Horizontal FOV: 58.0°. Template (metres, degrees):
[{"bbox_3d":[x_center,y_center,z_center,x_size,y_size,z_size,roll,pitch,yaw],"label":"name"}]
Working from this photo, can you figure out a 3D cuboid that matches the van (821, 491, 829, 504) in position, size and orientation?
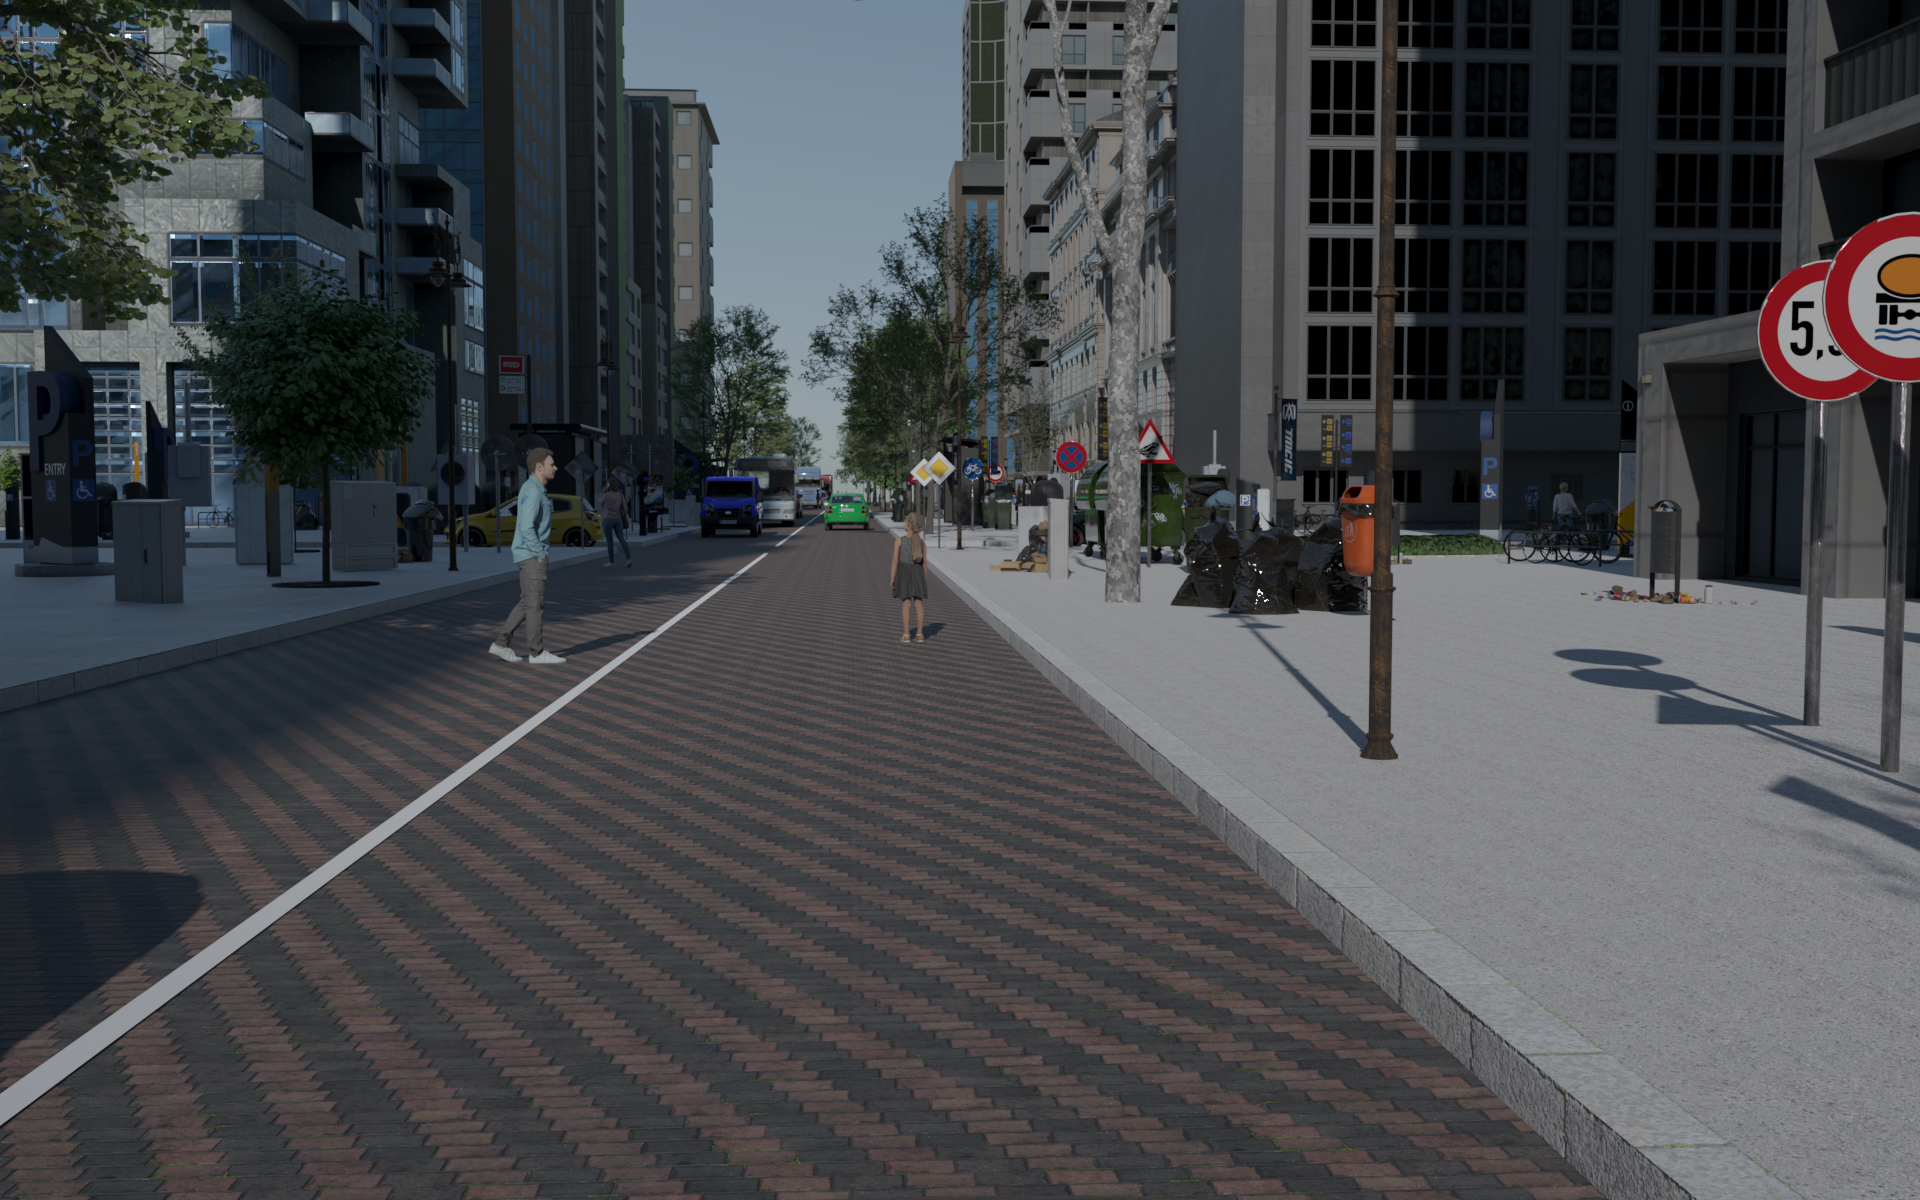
[{"bbox_3d":[-17.007,-12.469,210.882,2.013,2.044,4.112,0,4,-4],"label":"van"}]

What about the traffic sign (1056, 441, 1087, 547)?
[{"bbox_3d":[2.692,-2.553,41.854,0.768,2.556,0.104,0,4,6],"label":"traffic sign"}]

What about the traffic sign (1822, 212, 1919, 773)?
[{"bbox_3d":[4.299,-0.479,7.932,0.768,2.556,0.104,0,4,4],"label":"traffic sign"}]

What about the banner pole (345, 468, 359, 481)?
[{"bbox_3d":[-23.238,-4.654,66.114,0.401,3.779,0.863,2,4,28],"label":"banner pole"}]

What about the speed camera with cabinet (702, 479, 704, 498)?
[{"bbox_3d":[-14.321,-6.422,99.332,2.038,3.252,0.660,0,4,-7],"label":"speed camera with cabinet"}]

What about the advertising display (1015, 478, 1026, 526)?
[{"bbox_3d":[2.439,-3.974,70.182,0.123,1.923,0.974,-1,4,-17],"label":"advertising display"}]

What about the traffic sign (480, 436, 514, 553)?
[{"bbox_3d":[-10.074,-2.303,37.760,0.768,2.556,0.104,0,3,0],"label":"traffic sign"}]

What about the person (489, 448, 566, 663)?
[{"bbox_3d":[-3.687,-0.378,14.706,0.620,1.820,0.660,-1,4,-21],"label":"person"}]

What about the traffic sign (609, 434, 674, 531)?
[{"bbox_3d":[-10.903,-3.995,59.189,2.265,3.308,0.079,0,4,5],"label":"traffic sign"}]

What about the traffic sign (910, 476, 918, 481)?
[{"bbox_3d":[-1.621,-4.361,71.312,0.884,2.594,0.081,0,4,1],"label":"traffic sign"}]

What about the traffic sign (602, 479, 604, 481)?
[{"bbox_3d":[-14.161,-4.168,68.246,0.768,2.556,0.104,0,4,3],"label":"traffic sign"}]

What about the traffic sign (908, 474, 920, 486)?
[{"bbox_3d":[-2.767,-6.411,104.926,0.768,2.556,0.104,0,4,-1],"label":"traffic sign"}]

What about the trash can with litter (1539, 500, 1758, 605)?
[{"bbox_3d":[8.415,-0.608,20.995,1.678,1.210,2.233,-1,4,-11],"label":"trash can with litter"}]

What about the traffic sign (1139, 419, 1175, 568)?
[{"bbox_3d":[3.293,-1.841,30.104,0.884,2.594,0.081,0,4,-3],"label":"traffic sign"}]

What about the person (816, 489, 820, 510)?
[{"bbox_3d":[-13.004,-9.171,158.079,0.705,1.869,1.348,-1,4,-11],"label":"person"}]

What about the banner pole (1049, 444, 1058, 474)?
[{"bbox_3d":[4.701,-5.942,87.167,0.401,3.779,0.863,3,5,43],"label":"banner pole"}]

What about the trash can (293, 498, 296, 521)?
[{"bbox_3d":[-22.145,-2.764,56.839,0.748,1.137,0.748,0,3,0],"label":"trash can"}]

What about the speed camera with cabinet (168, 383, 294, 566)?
[{"bbox_3d":[-13.166,-2.262,31.314,2.038,3.252,0.660,-1,4,-20],"label":"speed camera with cabinet"}]

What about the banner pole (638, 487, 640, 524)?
[{"bbox_3d":[-13.452,-5.115,73.646,0.863,3.779,0.401,-3,4,-38],"label":"banner pole"}]

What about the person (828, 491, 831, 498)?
[{"bbox_3d":[-17.460,-13.741,233.121,0.705,1.831,1.348,-3,5,-40],"label":"person"}]

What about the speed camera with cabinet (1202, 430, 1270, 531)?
[{"bbox_3d":[8.597,-3.651,54.023,2.038,3.252,0.660,0,4,0],"label":"speed camera with cabinet"}]

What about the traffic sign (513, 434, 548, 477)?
[{"bbox_3d":[-9.155,-2.254,36.952,0.768,2.556,0.104,0,4,2],"label":"traffic sign"}]

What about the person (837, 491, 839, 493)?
[{"bbox_3d":[-15.527,-12.978,220.672,0.705,1.826,1.348,-1,4,-22],"label":"person"}]

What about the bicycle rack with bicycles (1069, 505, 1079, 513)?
[{"bbox_3d":[4.563,-4.131,80.924,2.925,0.926,2.852,0,4,5],"label":"bicycle rack with bicycles"}]

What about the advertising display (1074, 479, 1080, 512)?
[{"bbox_3d":[5.321,-4.203,73.941,0.974,1.923,0.123,2,4,31],"label":"advertising display"}]

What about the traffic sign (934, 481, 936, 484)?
[{"bbox_3d":[-1.484,-5.633,92.198,0.768,2.556,0.104,0,4,-2],"label":"traffic sign"}]

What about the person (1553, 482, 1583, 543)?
[{"bbox_3d":[15.805,-2.192,45.008,0.731,1.740,0.598,1,4,14],"label":"person"}]

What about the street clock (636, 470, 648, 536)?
[{"bbox_3d":[-9.742,-2.974,53.189,0.358,2.002,0.471,1,4,9],"label":"street clock"}]

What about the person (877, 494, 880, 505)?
[{"bbox_3d":[-9.564,-11.798,204.624,0.599,1.433,0.991,2,4,33],"label":"person"}]

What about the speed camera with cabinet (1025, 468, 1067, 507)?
[{"bbox_3d":[3.697,-4.975,75.683,2.038,3.252,0.660,3,5,39],"label":"speed camera with cabinet"}]

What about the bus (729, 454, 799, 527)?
[{"bbox_3d":[-8.784,-5.146,78.996,2.948,3.499,13.247,0,4,-5],"label":"bus"}]

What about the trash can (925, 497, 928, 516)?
[{"bbox_3d":[-2.188,-5.404,100.011,0.748,1.137,0.748,0,3,0],"label":"trash can"}]

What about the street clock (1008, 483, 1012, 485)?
[{"bbox_3d":[3.108,-6.426,109.642,0.358,2.002,0.471,-1,4,-23],"label":"street clock"}]

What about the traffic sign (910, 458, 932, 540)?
[{"bbox_3d":[-1.007,-2.755,48.693,0.795,2.450,0.064,0,4,-4],"label":"traffic sign"}]

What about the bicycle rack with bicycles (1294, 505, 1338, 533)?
[{"bbox_3d":[11.442,-2.636,56.481,2.852,0.926,2.925,-3,5,-44],"label":"bicycle rack with bicycles"}]

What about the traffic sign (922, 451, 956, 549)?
[{"bbox_3d":[-0.492,-2.268,40.724,0.795,2.450,0.064,0,4,-4],"label":"traffic sign"}]

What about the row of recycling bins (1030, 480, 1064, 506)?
[{"bbox_3d":[2.604,-2.755,52.154,1.069,1.692,3.534,0,4,2],"label":"row of recycling bins"}]

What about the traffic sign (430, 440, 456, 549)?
[{"bbox_3d":[-11.964,-2.483,40.595,0.884,2.594,0.081,0,4,-3],"label":"traffic sign"}]

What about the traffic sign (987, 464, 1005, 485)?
[{"bbox_3d":[1.493,-4.434,72.599,0.768,2.556,0.104,0,4,4],"label":"traffic sign"}]

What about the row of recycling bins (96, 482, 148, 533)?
[{"bbox_3d":[-28.724,-3.071,57.326,3.534,1.692,1.069,-1,4,-9],"label":"row of recycling bins"}]

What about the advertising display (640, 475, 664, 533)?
[{"bbox_3d":[-10.141,-3.170,57.043,0.123,1.923,0.974,3,4,37],"label":"advertising display"}]

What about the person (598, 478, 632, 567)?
[{"bbox_3d":[-6.742,-1.526,34.042,0.593,1.750,0.643,-3,5,-40],"label":"person"}]

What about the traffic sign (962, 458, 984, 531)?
[{"bbox_3d":[0.441,-3.702,60.635,0.768,2.556,0.104,0,4,-3],"label":"traffic sign"}]

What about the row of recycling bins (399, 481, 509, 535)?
[{"bbox_3d":[-16.086,-2.937,55.139,3.534,1.692,1.069,-3,4,-36],"label":"row of recycling bins"}]

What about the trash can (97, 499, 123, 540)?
[{"bbox_3d":[-23.814,-2.256,48.533,0.748,1.137,0.748,0,3,0],"label":"trash can"}]

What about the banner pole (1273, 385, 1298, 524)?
[{"bbox_3d":[7.445,-3.051,39.896,0.863,3.779,0.401,-2,4,-29],"label":"banner pole"}]

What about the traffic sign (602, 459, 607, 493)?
[{"bbox_3d":[-12.808,-3.844,62.947,0.768,2.556,0.104,0,4,6],"label":"traffic sign"}]

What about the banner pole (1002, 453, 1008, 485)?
[{"bbox_3d":[2.748,-7.123,106.477,0.401,3.779,0.863,2,4,27],"label":"banner pole"}]

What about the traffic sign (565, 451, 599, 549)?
[{"bbox_3d":[-8.770,-2.237,40.212,0.795,2.450,0.064,0,4,-4],"label":"traffic sign"}]

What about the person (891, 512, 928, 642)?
[{"bbox_3d":[-0.493,-0.226,16.863,0.362,1.253,0.373,-1,4,-13],"label":"person"}]

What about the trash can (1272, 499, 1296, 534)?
[{"bbox_3d":[9.884,-2.519,52.847,0.748,1.137,0.748,0,3,0],"label":"trash can"}]

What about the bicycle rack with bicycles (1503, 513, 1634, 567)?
[{"bbox_3d":[11.294,-1.132,31.892,2.852,0.926,2.925,-3,5,-42],"label":"bicycle rack with bicycles"}]

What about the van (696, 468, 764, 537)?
[{"bbox_3d":[-7.773,-3.347,59.104,2.240,2.365,5.245,0,4,-4],"label":"van"}]

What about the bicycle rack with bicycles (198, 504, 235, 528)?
[{"bbox_3d":[-27.344,-3.202,65.735,2.852,0.926,2.925,1,4,15],"label":"bicycle rack with bicycles"}]

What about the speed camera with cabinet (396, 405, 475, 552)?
[{"bbox_3d":[-11.790,-2.680,38.160,2.038,3.252,0.660,0,4,0],"label":"speed camera with cabinet"}]

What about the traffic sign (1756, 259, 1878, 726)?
[{"bbox_3d":[4.719,-0.576,9.524,0.768,2.556,0.104,0,4,0],"label":"traffic sign"}]

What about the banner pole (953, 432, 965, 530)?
[{"bbox_3d":[-0.098,-4.389,61.778,0.401,3.779,0.863,-1,4,-22],"label":"banner pole"}]

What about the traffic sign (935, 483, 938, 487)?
[{"bbox_3d":[-1.659,-6.529,108.878,0.606,2.300,0.079,0,4,0],"label":"traffic sign"}]

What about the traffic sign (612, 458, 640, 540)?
[{"bbox_3d":[-9.285,-2.724,48.181,0.795,2.450,0.064,0,4,-4],"label":"traffic sign"}]
